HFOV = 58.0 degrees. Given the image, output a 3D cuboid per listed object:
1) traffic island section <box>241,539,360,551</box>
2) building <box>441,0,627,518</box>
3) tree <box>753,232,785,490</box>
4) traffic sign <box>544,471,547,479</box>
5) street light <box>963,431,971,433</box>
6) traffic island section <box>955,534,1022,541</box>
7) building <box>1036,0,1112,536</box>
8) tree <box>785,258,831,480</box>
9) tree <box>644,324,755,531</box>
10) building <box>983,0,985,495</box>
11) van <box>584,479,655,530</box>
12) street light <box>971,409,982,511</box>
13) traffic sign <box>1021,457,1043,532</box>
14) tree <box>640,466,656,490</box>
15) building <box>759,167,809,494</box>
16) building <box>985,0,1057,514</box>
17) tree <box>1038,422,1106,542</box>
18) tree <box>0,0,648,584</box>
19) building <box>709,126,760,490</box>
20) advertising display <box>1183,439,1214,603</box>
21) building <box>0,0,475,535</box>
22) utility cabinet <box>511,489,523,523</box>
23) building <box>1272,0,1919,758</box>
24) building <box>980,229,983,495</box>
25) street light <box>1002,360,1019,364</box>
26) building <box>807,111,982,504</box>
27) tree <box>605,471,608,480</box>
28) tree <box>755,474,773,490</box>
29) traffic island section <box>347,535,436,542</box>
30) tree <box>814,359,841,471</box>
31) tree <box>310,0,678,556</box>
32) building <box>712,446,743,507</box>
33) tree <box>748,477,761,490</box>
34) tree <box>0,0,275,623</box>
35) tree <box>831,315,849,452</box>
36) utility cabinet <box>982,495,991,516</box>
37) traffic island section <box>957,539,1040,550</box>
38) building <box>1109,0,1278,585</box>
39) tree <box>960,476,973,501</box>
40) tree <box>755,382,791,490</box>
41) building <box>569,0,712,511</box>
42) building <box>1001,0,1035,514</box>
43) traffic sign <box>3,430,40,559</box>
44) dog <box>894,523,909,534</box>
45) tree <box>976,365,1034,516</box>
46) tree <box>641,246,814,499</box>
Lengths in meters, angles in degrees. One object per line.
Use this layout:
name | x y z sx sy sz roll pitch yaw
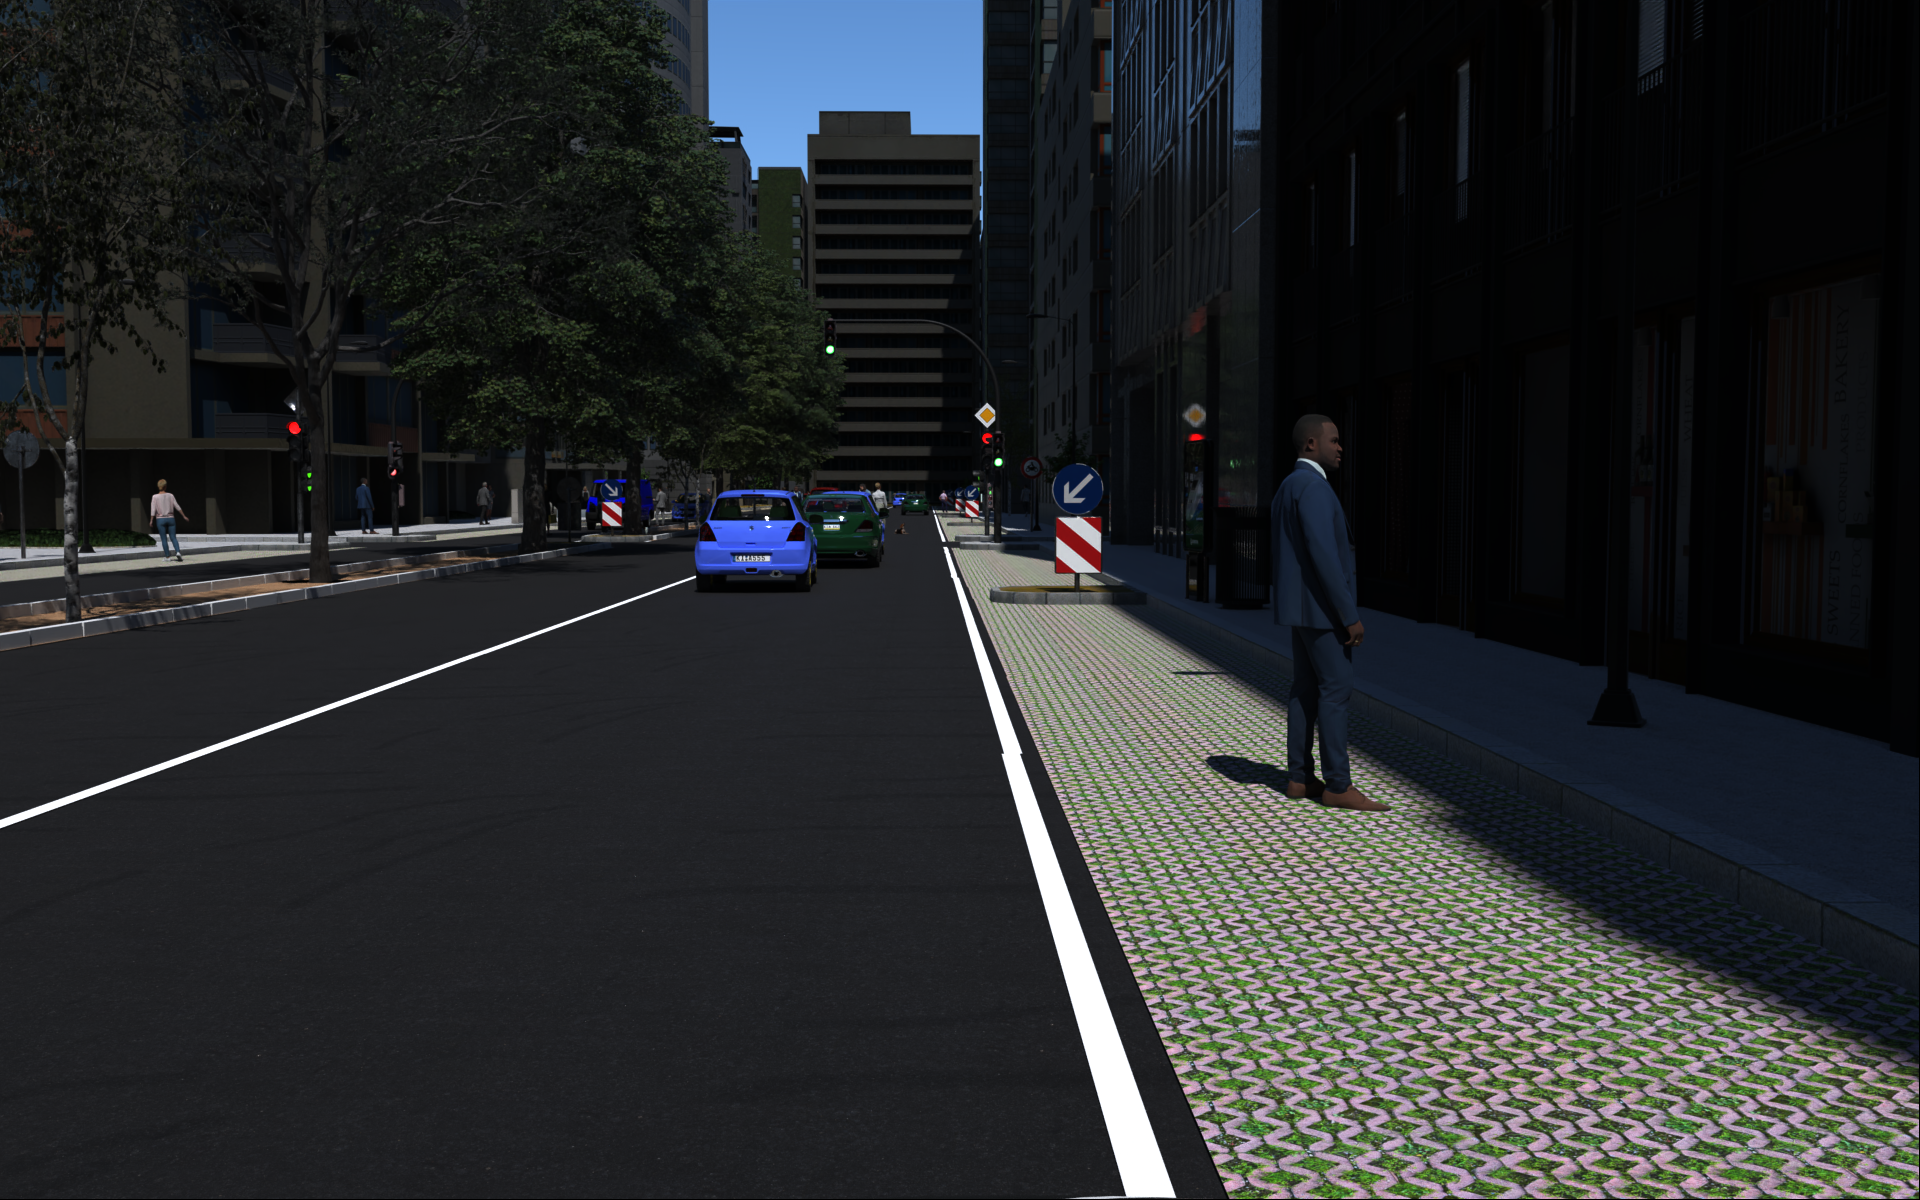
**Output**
traffic island section | -17.139 -1.390 45.011 2.009 0.180 2.903 0 4 -1
building | -36.159 -25.016 100.897 32.217 40.220 23.993 0 4 -1
tree | -10.730 -9.003 56.312 9.857 13.997 8.962 0 3 0
traffic sign | -19.464 -4.883 79.949 0.768 2.556 0.104 0 4 1
street light | 0.956 -9.531 128.367 1.470 5.913 1.316 0 4 -1
traffic island section | 0.854 -1.898 53.321 2.009 0.180 2.903 0 4 -1
building | 18.232 -13.546 66.524 28.899 21.520 27.650 0 4 -1
tree | -11.382 -10.858 86.636 9.857 13.997 8.962 0 3 0
tree | -10.650 -7.177 70.156 4.360 8.622 3.978 0 3 0
building | 12.967 -39.541 188.501 21.231 58.520 28.212 0 4 -1
van | -13.893 -4.058 70.730 2.240 2.365 5.245 0 3 0
street light | 1.508 -7.437 94.130 1.470 5.913 1.316 0 4 -1
traffic sign | 2.439 -3.593 58.850 0.768 2.556 0.104 0 4 0
tree | -21.158 -7.454 116.479 1.663 3.219 1.824 0 3 0
building | -26.365 -32.747 219.012 14.086 41.232 14.154 0 4 -1
building | 8.978 -27.852 138.969 14.154 41.232 14.086 0 4 -1
tree | 2.960 -3.169 46.420 1.663 3.219 1.824 0 3 0
tree | -10.252 -7.002 27.310 12.009 13.543 11.850 0 3 0
building | -30.611 -31.261 194.715 14.086 41.232 14.154 0 4 -1
advertising display | 2.852 -0.951 20.770 0.123 1.923 0.974 0 4 -7
building | -31.968 -25.189 66.463 22.147 44.769 28.867 0 4 -1
utility cabinet | -19.306 -4.092 75.587 0.318 1.500 1.173 0 4 -1
building | 10.652 -11.378 15.711 12.332 23.373 15.834 0 4 -1
building | 14.422 -32.872 229.339 23.993 40.220 32.217 0 4 -1
street light | 2.147 -5.367 60.290 1.470 5.913 1.316 0 4 -1
building | -8.262 -36.639 222.756 21.600 48.544 21.300 0 4 -1
tree | -25.173 -7.978 125.033 1.663 3.219 1.824 0 3 0
tree | -22.850 -13.573 205.630 4.285 4.588 4.351 0 3 0
traffic island section | -17.284 -1.879 52.995 2.009 0.180 2.903 0 4 -1
tree | -11.805 -11.997 116.733 7.486 12.596 7.792 0 3 0
tree | -9.815 -7.973 39.469 9.857 13.997 8.962 0 3 0
building | -36.998 -19.984 171.769 27.650 21.520 28.899 0 4 -1
tree | -22.102 -11.689 185.720 1.663 3.219 1.824 0 3 0
tree | -9.856 -4.060 19.195 4.360 8.622 3.978 0 3 0
tree | -10.998 -11.860 103.022 9.857 13.997 8.962 0 3 0
utility cabinet | 1.597 -5.663 103.758 0.306 1.237 1.020 -1 4 -12
traffic island section | 1.000 -1.410 45.337 2.009 0.180 2.903 0 4 -1
building | 9.995 -13.189 33.663 12.078 24.808 19.932 0 4 -1
tree | 0.935 -11.568 183.745 1.663 3.219 1.824 0 3 0
tree | -11.338 -8.723 95.448 4.360 8.622 3.978 0 3 0
building | -32.854 -36.710 142.209 21.231 58.520 28.212 0 4 -1
building | 13.221 -41.340 114.159 20.563 71.187 20.611 0 4 -1
traffic sign | -18.627 -2.096 34.374 0.768 2.556 0.104 0 4 5
dog | -2.085 -2.562 62.073 0.550 0.427 0.748 0 4 1
tree | 3.100 -9.130 99.636 4.737 8.622 4.395 0 3 0
tree | -10.830 -9.586 77.316 7.486 12.596 7.792 0 3 0
